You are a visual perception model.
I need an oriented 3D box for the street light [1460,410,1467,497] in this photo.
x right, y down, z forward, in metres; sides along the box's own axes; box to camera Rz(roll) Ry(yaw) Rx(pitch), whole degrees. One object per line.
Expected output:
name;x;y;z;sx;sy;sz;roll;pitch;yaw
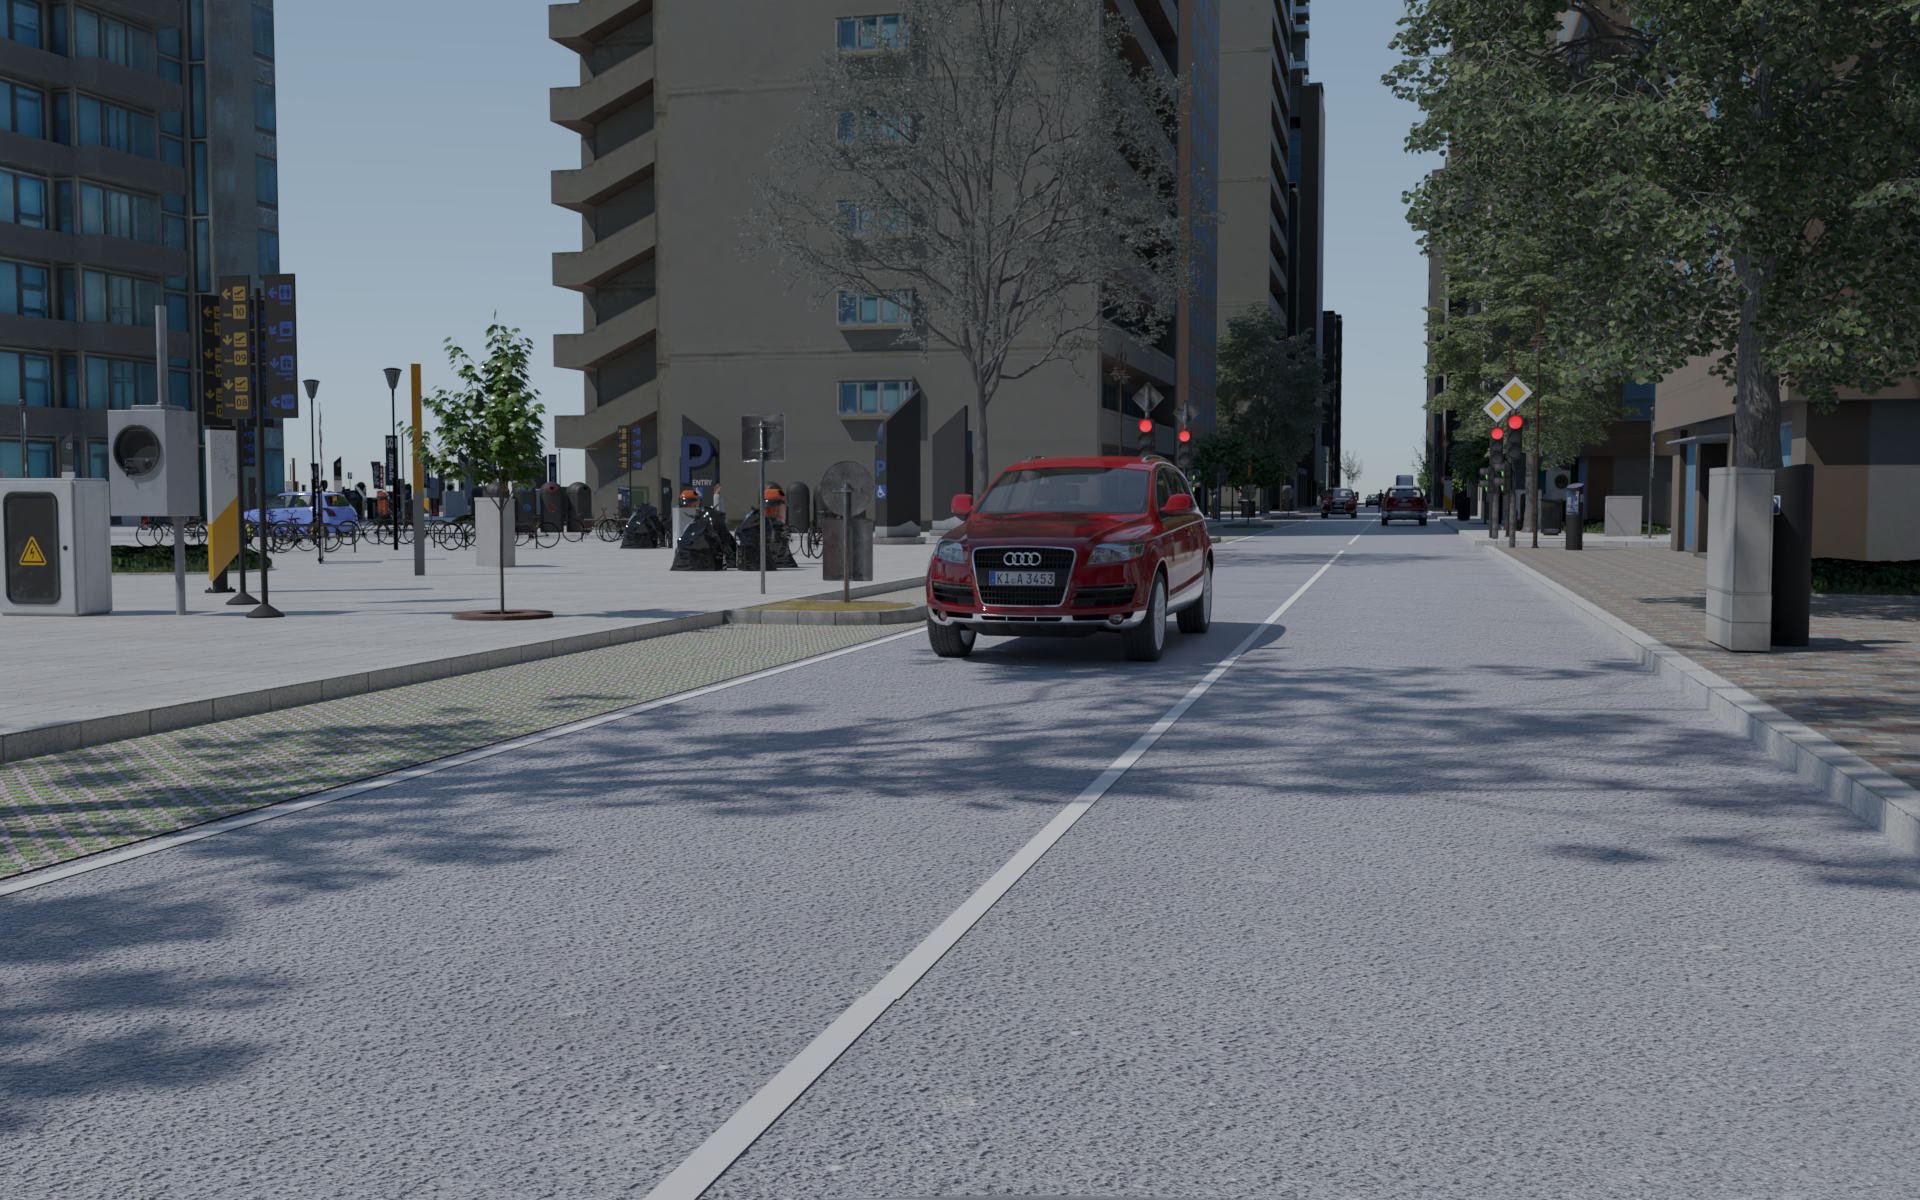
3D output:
street light;25.218;-6.969;86.724;0.468;5.910;1.993;1;4;14

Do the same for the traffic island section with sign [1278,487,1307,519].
traffic island section with sign;18.973;-5.569;99.689;1.989;1.847;2.006;1;4;14

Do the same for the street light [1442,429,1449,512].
street light;35.390;-9.396;126.408;0.468;5.910;1.993;1;4;14

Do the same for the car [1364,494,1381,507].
car;44.727;-10.854;187.244;2.009;1.686;4.222;1;4;14

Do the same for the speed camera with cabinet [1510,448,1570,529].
speed camera with cabinet;21.225;-4.222;63.361;2.038;3.252;0.660;0;4;-7

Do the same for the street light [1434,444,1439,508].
street light;44.145;-11.487;160.595;0.468;5.910;1.993;1;4;14

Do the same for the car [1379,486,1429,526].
car;20.570;-4.378;80.256;2.281;1.827;5.304;1;4;14

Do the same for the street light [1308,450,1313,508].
street light;32.546;-11.506;160.905;0.468;5.910;1.993;1;4;14

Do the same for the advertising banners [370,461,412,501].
advertising banners;-30.408;-5.897;92.601;2.074;3.025;0.090;-1;4;-21

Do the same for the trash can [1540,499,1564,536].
trash can;18.271;-2.560;53.517;0.748;1.137;0.748;0;3;0

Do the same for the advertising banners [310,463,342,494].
advertising banners;-35.750;-6.228;98.014;0.090;3.025;2.074;3;5;45

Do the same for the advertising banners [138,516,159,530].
advertising banners;-28.949;-3.991;61.439;0.090;3.025;2.074;0;4;-1

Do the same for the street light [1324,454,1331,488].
street light;41.233;-13.597;195.104;0.468;5.910;1.993;1;4;14

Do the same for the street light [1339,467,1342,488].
street light;52.960;-16.401;240.944;0.468;5.910;1.993;1;4;14

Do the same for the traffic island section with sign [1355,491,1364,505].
traffic island section with sign;58.402;-15.037;254.489;1.989;1.847;2.006;1;4;14

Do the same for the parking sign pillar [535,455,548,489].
parking sign pillar;-28.925;-7.961;118.634;1.447;3.967;1.447;-3;5;-43

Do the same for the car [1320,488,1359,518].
car;22.702;-5.806;103.603;2.281;1.827;5.304;1;4;14

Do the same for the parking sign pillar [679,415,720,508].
parking sign pillar;-8.790;-4.282;58.487;1.447;3.967;1.447;1;4;13

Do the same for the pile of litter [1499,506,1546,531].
pile of litter;19.589;-2.873;60.944;1.176;0.858;1.719;0;4;-5

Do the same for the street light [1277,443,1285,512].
street light;22.608;-9.120;121.894;0.468;5.910;1.993;1;4;14

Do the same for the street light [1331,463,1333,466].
street light;44.228;-14.310;206.757;0.468;5.910;1.993;1;4;14

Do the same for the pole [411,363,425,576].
pole;-8.505;-2.039;27.174;0.158;3.312;0.155;0;3;0

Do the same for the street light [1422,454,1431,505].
street light;55.819;-14.319;206.906;0.468;5.910;1.993;1;4;14

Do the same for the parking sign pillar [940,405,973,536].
parking sign pillar;-0.221;-3.955;53.141;1.447;3.967;1.447;3;4;39

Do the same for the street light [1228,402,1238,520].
street light;13.717;-6.990;87.069;0.468;5.910;1.993;1;4;14

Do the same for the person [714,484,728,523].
person;-7.086;-2.532;50.655;0.466;1.731;0.760;3;5;39

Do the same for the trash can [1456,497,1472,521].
trash can;24.154;-4.366;83.038;0.748;1.137;0.748;0;3;0

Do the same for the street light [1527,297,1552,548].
street light;13.607;-4.160;40.801;0.468;5.910;1.993;1;4;14

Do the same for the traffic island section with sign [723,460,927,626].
traffic island section with sign;-1.416;-0.678;19.715;1.989;1.847;2.006;1;4;14

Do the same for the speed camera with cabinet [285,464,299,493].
speed camera with cabinet;-43.486;-7.347;114.451;2.038;3.252;0.660;1;4;10

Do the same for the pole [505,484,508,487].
pole;-20.374;-5.130;77.712;0.158;3.312;0.155;0;3;0

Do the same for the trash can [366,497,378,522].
trash can;-27.328;-4.225;80.732;0.748;1.137;0.748;0;3;0

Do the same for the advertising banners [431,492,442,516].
advertising banners;-30.252;-6.340;99.845;2.074;3.025;0.090;-3;5;-41

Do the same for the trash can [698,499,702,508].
trash can;-8.649;-2.702;55.830;0.748;1.137;0.748;0;3;0

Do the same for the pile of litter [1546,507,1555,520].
pile of litter;22.004;-3.172;65.825;1.719;0.858;1.176;1;4;10

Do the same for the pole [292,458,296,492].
pole;-37.521;-6.344;97.565;0.158;3.312;0.155;0;3;0

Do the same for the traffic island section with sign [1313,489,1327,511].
traffic island section with sign;31.084;-8.477;147.227;1.989;1.847;2.006;1;4;14

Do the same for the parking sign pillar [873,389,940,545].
parking sign pillar;-1.587;-3.411;44.239;1.447;3.967;1.447;3;5;40

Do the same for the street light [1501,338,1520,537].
street light;16.371;-4.821;51.614;0.468;5.910;1.993;1;4;14

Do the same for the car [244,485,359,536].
car;-20.455;-2.674;53.309;3.694;1.707;1.945;1;4;13

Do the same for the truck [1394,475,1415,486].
truck;60.728;-15.109;236.795;2.967;4.110;18.799;1;4;15

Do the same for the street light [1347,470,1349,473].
street light;61.744;-18.521;275.604;0.468;5.910;1.993;1;4;14

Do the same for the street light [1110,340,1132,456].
street light;4.839;-4.854;52.144;0.468;5.910;1.993;1;4;14

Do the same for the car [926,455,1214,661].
car;1.201;-0.491;16.696;2.281;1.827;5.304;1;4;15

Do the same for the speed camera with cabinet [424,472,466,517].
speed camera with cabinet;-28.484;-6.185;95.455;2.038;3.252;0.660;-3;4;-37

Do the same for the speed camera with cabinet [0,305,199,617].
speed camera with cabinet;-9.103;-1.461;18.227;2.038;3.252;0.660;1;4;11

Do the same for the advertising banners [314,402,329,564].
advertising banners;-12.042;-2.227;32.605;0.090;3.025;2.074;-1;4;-18

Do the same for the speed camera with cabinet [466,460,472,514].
speed camera with cabinet;-28.211;-6.356;98.258;0.660;3.252;2.038;-3;4;-36

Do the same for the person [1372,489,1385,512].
person;32.756;-7.726;134.839;1.348;1.822;0.705;1;4;16

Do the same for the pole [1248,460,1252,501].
pole;17.263;-6.684;103.134;0.158;3.312;0.155;0;3;0

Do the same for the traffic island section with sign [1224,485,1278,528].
traffic island section with sign;12.270;-3.963;73.420;1.989;1.847;2.006;1;4;14
